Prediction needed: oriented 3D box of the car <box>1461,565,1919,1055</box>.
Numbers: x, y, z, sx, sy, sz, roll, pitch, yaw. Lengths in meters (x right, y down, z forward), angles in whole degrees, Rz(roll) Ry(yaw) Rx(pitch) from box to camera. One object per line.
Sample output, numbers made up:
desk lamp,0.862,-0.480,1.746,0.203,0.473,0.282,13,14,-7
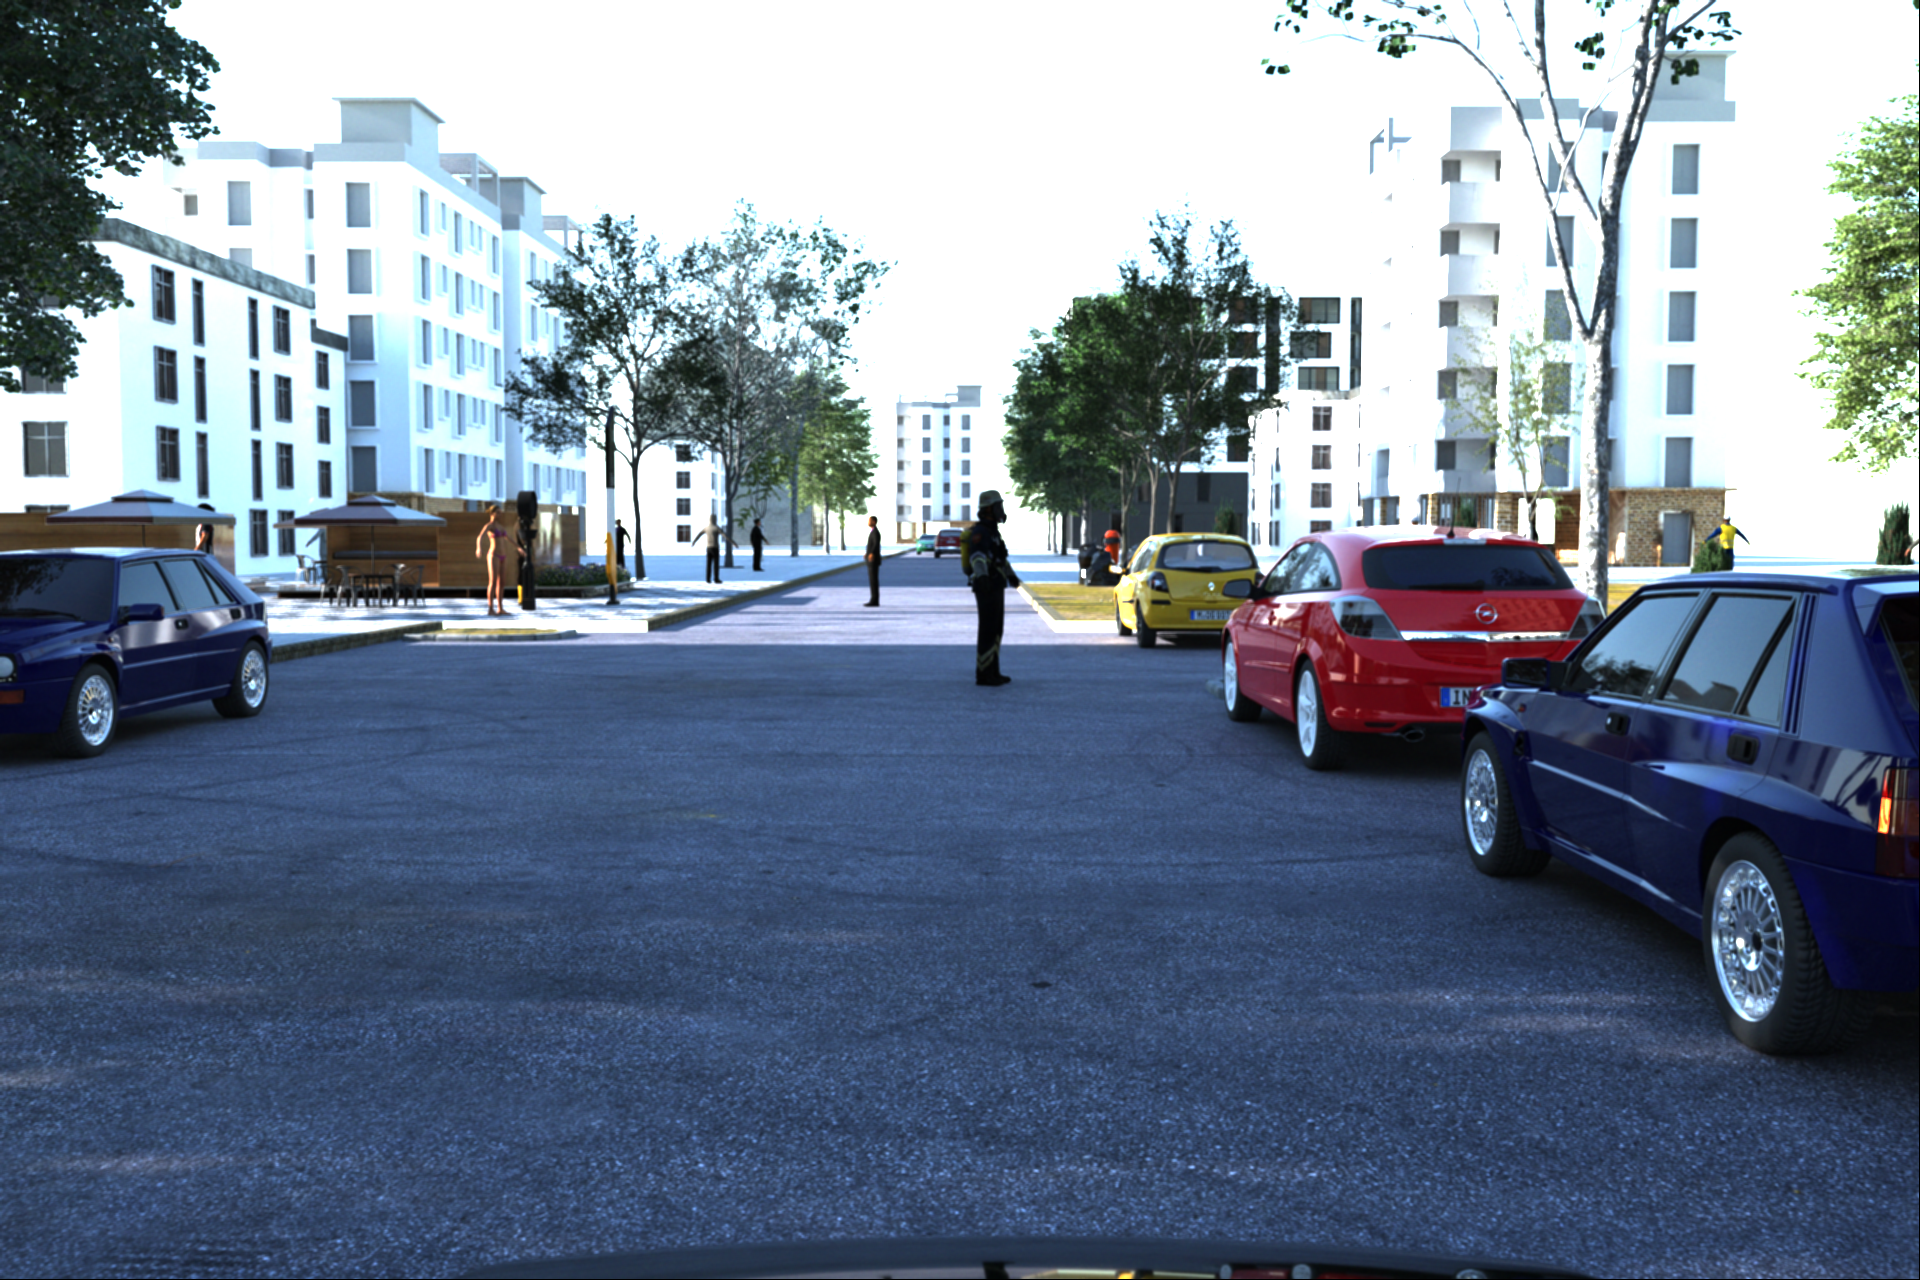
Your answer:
car,3.038,0.396,6.108,1.945,1.354,3.894,0,3,0

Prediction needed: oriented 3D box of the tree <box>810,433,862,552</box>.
tree,-8.676,-10.504,122.096,4.737,8.622,4.395,0,3,0

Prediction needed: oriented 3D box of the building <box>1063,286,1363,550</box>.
building,23.238,-19.286,159.304,27.936,21.610,32.646,0,3,0

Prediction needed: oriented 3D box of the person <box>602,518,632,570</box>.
person,-11.347,-3.140,57.571,1.346,1.802,0.704,3,4,36

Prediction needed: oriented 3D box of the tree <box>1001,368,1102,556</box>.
tree,6.210,-10.851,103.176,9.928,11.665,9.643,0,3,0

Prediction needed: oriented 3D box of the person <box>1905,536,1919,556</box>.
person,16.806,-1.416,29.426,1.348,1.796,0.705,3,4,36

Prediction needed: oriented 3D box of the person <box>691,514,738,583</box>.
person,-6.453,-2.396,45.299,1.348,1.813,0.705,1,4,18

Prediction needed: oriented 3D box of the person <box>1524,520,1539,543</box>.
person,20.807,-3.490,63.245,1.347,1.806,0.705,-3,5,-41

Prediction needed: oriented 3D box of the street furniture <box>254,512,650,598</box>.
street furniture,-9.677,-1.908,38.057,9.812,1.723,11.010,0,4,-1

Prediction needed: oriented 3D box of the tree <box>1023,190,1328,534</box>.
tree,5.796,-6.951,48.057,8.767,10.594,7.601,1,4,9

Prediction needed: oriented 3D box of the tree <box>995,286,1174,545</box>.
tree,6.652,-11.272,90.957,9.857,13.997,8.962,0,3,0

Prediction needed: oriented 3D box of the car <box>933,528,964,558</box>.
car,-0.525,-5.938,105.759,2.281,1.827,5.304,0,4,0

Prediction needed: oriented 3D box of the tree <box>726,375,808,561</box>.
tree,-9.250,-7.995,81.082,4.737,8.622,4.395,0,3,0

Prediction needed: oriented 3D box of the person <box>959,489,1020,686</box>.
person,0.315,-0.504,16.481,0.705,1.856,1.354,1,4,14

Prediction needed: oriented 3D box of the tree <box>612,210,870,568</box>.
tree,-8.663,-9.485,65.442,12.009,13.543,11.850,0,3,0

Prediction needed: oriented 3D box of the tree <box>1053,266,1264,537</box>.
tree,6.683,-7.510,57.208,7.601,10.594,8.767,-2,4,-23

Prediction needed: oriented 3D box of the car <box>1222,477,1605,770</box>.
car,2.972,-0.182,12.009,2.155,1.783,4.494,0,4,-1

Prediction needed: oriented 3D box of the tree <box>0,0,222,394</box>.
tree,-12.288,-6.805,17.915,9.857,13.997,8.962,0,3,0

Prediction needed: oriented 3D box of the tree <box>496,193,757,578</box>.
tree,-9.337,-6.977,48.486,7.601,10.594,8.767,-2,4,-28

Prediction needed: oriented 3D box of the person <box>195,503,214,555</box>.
person,-13.368,-1.495,30.594,0.704,1.843,1.345,-1,4,-20

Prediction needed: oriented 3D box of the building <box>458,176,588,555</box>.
building,-27.883,-14.462,92.879,16.016,20.090,11.380,0,4,1

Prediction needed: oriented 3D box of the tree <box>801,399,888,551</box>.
tree,-9.037,-12.609,131.909,9.928,11.665,9.643,0,3,0

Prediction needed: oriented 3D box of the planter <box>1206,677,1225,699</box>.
planter,3.252,0.342,15.552,1.991,0.319,1.994,0,4,0

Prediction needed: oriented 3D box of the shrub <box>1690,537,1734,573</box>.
shrub,17.256,-1.752,39.755,1.383,1.207,1.383,0,3,0

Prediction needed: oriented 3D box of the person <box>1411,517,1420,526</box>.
person,12.963,-2.644,49.688,0.721,1.772,1.216,-1,4,-14

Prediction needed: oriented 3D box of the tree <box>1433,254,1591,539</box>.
tree,15.033,-5.790,45.034,4.360,8.622,3.978,0,3,0

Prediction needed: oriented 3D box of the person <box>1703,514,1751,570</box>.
person,21.109,-2.552,47.691,1.349,1.833,0.705,0,4,7

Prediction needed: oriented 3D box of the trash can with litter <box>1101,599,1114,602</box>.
trash can with litter,3.519,-1.286,32.091,1.678,1.210,2.233,0,4,-1

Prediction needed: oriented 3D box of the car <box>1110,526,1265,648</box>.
car,3.071,-0.796,23.235,2.015,1.641,3.980,0,4,-1

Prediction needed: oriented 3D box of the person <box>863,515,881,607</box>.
person,-1.743,-1.568,34.312,0.704,1.802,1.346,0,4,-8

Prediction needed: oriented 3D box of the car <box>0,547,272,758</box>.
car,-6.390,0.018,12.292,1.945,1.354,3.894,0,3,0

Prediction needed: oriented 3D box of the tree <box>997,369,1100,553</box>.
tree,6.194,-12.032,114.855,7.486,12.596,7.792,0,3,0

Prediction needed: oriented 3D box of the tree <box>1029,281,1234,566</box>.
tree,6.801,-8.784,69.381,9.928,11.665,9.643,0,3,0

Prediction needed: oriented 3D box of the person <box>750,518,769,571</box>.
person,-7.019,-3.319,60.193,0.705,1.837,1.347,-2,4,-31

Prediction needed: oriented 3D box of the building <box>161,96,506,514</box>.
building,-28.441,-13.453,76.381,16.016,20.090,11.380,0,4,-1

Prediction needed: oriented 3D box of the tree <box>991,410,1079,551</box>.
tree,6.821,-13.454,130.348,12.009,13.543,11.850,0,3,0

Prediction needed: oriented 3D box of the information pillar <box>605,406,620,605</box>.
information pillar,-6.345,-2.454,31.477,0.183,3.616,0.504,0,4,1

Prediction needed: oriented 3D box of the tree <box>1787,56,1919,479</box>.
tree,22.437,-7.380,38.793,7.486,12.596,7.792,0,3,0

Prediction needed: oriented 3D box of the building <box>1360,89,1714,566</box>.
building,23.983,-13.675,80.007,16.016,20.090,11.380,0,4,0

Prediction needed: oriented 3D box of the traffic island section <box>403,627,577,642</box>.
traffic island section,-6.431,-0.073,24.061,1.991,0.108,1.994,0,4,1

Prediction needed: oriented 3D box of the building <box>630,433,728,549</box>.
building,-25.436,-13.191,157.818,9.099,9.664,28.070,0,4,0

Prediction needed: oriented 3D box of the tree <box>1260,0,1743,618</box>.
tree,9.279,-10.392,25.797,12.611,20.169,13.585,0,3,0

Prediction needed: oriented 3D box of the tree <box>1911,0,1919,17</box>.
tree,8.369,-5.552,8.900,7.486,12.596,7.792,0,3,0

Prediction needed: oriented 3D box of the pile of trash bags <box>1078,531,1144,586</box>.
pile of trash bags,3.942,-2.095,44.012,1.912,1.369,3.447,0,4,1

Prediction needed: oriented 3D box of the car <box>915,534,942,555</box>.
car,-2.122,-6.757,122.277,2.131,1.459,4.920,0,3,0

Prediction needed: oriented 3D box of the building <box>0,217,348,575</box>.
building,-26.844,-7.213,60.080,9.099,9.664,28.070,0,4,0

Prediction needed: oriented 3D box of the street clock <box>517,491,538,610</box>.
street clock,-7.270,-1.503,29.143,0.358,2.002,0.471,0,4,1

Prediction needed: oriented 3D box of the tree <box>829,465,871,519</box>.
tree,-14.785,-17.518,220.837,7.601,10.594,8.767,0,4,1

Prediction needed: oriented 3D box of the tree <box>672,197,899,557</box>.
tree,-9.981,-14.793,97.747,12.611,20.169,13.585,0,3,0

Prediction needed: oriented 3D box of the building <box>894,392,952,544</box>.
building,-7.985,-22.219,222.149,11.380,20.090,16.016,0,4,-7

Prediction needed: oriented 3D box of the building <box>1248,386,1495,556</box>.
building,23.464,-9.721,101.084,9.099,9.664,28.070,0,4,0

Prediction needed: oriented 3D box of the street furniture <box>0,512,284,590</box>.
street furniture,-19.854,-1.842,36.972,9.812,1.723,11.010,-1,4,-10

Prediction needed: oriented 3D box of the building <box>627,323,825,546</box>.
building,-24.576,-21.828,187.820,19.493,23.208,18.063,0,4,0

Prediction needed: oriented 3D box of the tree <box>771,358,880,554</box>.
tree,-9.006,-11.813,111.274,7.486,12.596,7.792,0,3,0

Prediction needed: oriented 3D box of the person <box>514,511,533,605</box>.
person,-7.910,-1.553,31.523,0.704,1.812,1.346,-1,4,-15

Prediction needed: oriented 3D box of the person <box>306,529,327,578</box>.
person,-18.494,-2.704,50.402,0.705,1.806,1.347,1,4,19

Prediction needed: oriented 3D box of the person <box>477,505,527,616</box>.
person,-7.239,-1.254,27.301,0.721,1.733,1.217,1,4,21
